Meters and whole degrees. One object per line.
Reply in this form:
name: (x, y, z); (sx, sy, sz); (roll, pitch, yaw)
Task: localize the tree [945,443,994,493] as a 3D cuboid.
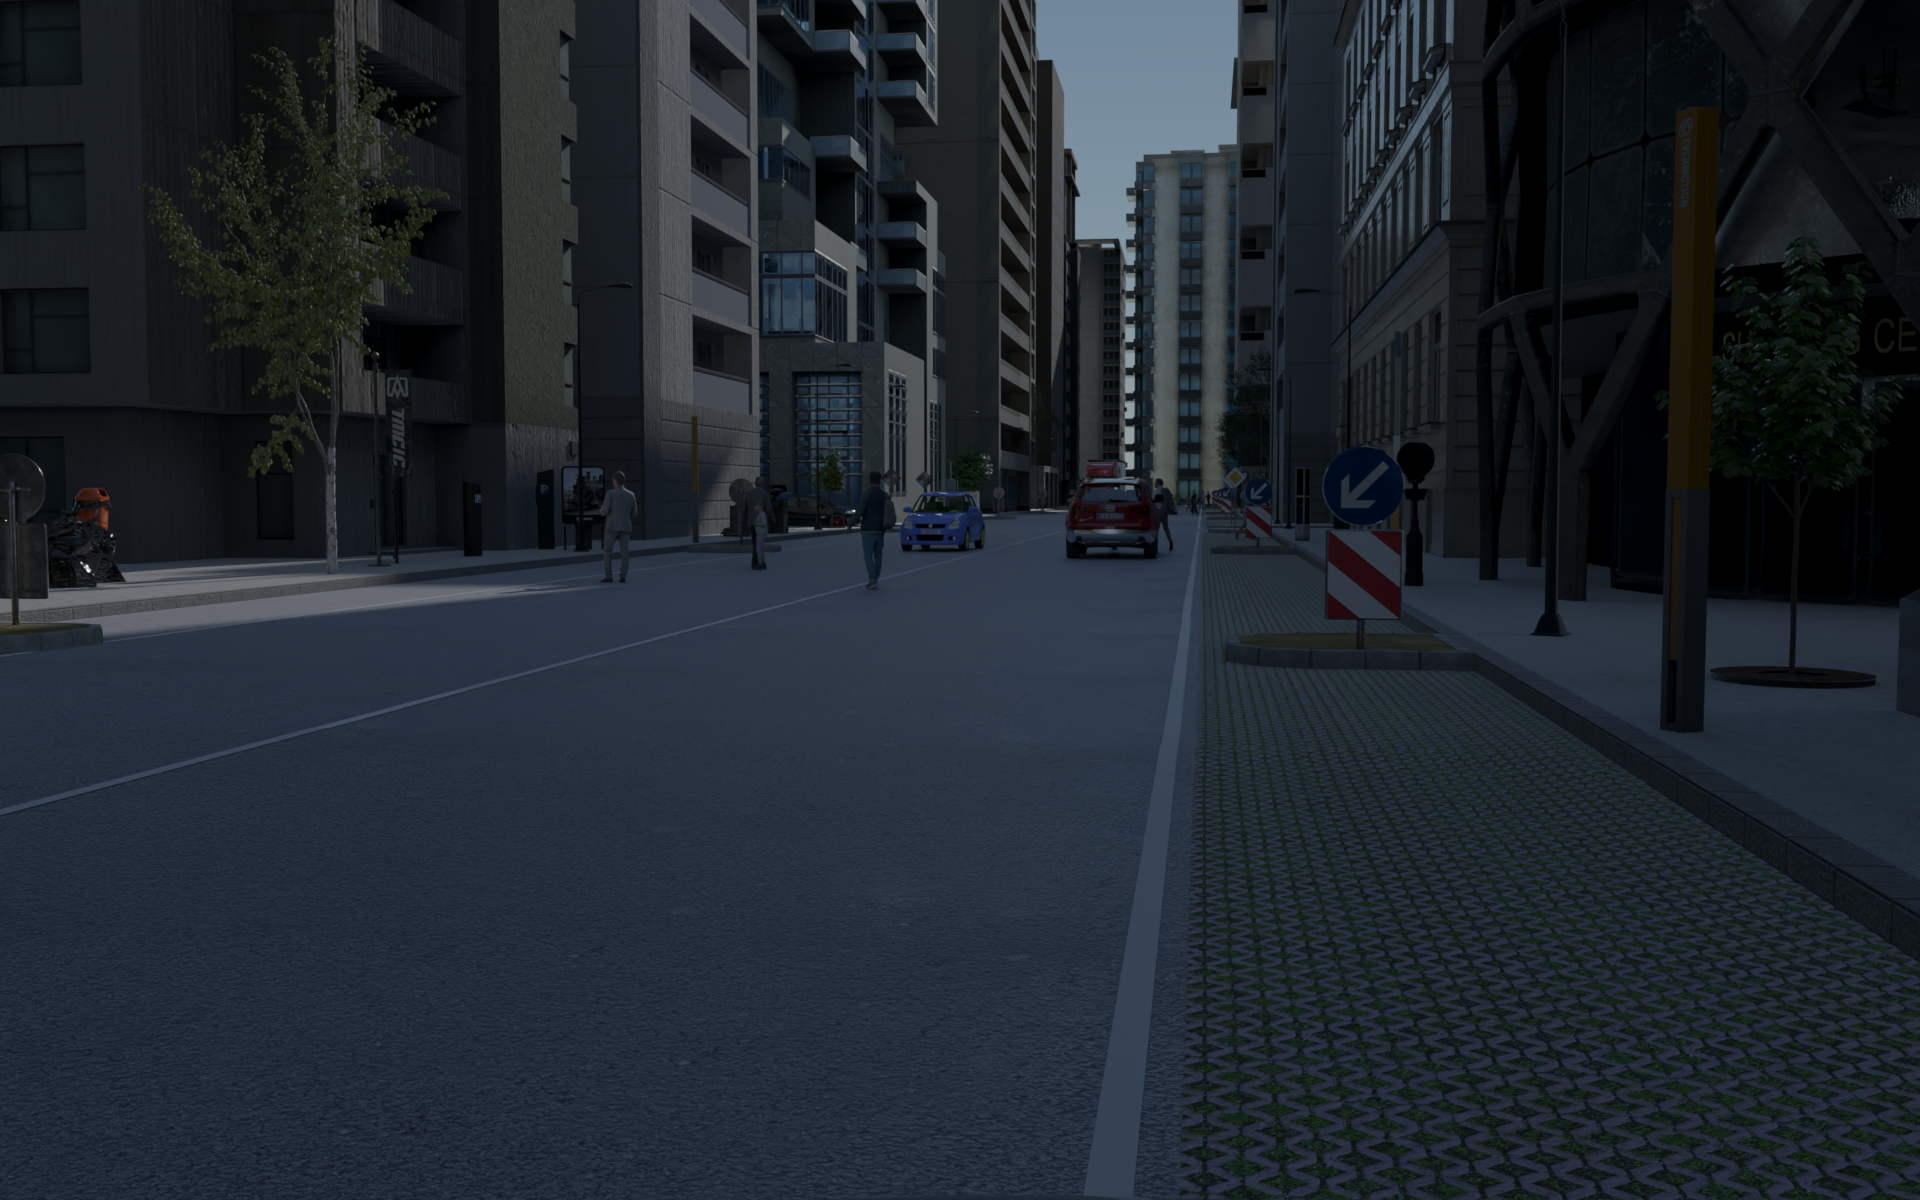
tree: (0.612, -7.712, 109.799); (4.285, 4.588, 4.351); (0, 3, 0)

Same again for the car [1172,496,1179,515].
car: (14.158, -6.619, 120.584); (2.083, 1.381, 4.827); (1, 4, 10)

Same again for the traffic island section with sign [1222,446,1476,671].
traffic island section with sign: (3.309, -0.389, 14.991); (1.989, 1.847, 2.006); (0, 4, 8)

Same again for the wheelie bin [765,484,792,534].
wheelie bin: (-5.897, -2.939, 55.958); (0.980, 1.594, 0.693); (1, 4, 11)

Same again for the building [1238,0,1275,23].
building: (33.632, -32.724, 124.271); (28.713, 52.752, 27.495); (0, 4, 8)

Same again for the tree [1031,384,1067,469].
tree: (4.387, -12.427, 137.589); (8.767, 10.594, 7.601); (0, 4, 7)

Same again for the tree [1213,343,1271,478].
tree: (19.028, -10.597, 107.667); (7.601, 10.594, 8.767); (-2, 4, -28)

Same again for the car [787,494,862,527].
car: (-5.983, -3.671, 69.810); (4.222, 1.686, 2.009); (0, 4, 7)

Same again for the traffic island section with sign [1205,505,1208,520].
traffic island section with sign: (14.780, -5.389, 96.739); (1.989, 1.847, 2.006); (0, 4, 8)

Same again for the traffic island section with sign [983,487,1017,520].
traffic island section with sign: (2.215, -5.465, 97.973); (1.989, 1.847, 2.006); (0, 4, 8)

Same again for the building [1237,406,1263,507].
building: (37.748, -33.149, 165.686); (21.300, 48.544, 21.600); (0, 4, 8)

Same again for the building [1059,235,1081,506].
building: (5.820, -25.699, 191.874); (14.160, 30.474, 14.107); (0, 4, 8)

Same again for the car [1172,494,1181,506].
car: (26.655, -12.617, 216.516); (2.015, 1.641, 3.980); (1, 4, 8)

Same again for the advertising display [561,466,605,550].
advertising display: (-8.645, -2.112, 39.753); (0.974, 1.923, 0.123); (-1, 4, -20)

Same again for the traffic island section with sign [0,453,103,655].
traffic island section with sign: (-9.259, -0.465, 16.226); (1.989, 1.847, 2.006); (0, 4, 8)

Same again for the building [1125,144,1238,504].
building: (38.366, -37.920, 239.599); (30.456, 49.044, 23.786); (0, 4, 8)

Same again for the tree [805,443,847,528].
tree: (-4.795, -4.331, 65.420); (1.663, 3.219, 1.824); (0, 3, 0)

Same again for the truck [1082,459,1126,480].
truck: (11.924, -9.365, 142.028); (2.839, 4.237, 11.283); (1, 4, 10)

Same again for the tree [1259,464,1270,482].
tree: (16.881, -6.051, 93.528); (1.663, 3.219, 1.824); (0, 3, 0)

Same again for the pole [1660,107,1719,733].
pole: (3.915, -0.945, 9.296); (0.158, 3.312, 0.155); (0, 3, 0)

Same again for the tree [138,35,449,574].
tree: (-10.312, -4.722, 27.560); (4.737, 8.622, 4.395); (0, 3, 0)

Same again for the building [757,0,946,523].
building: (-12.096, -47.409, 87.803); (22.319, 86.520, 31.000); (0, 4, 8)

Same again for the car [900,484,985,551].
car: (-0.427, -2.133, 44.468); (1.945, 1.707, 3.694); (1, 4, 10)

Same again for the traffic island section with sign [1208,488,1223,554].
traffic island section with sign: (7.053, -2.022, 41.686); (1.989, 1.847, 2.006); (0, 4, 8)

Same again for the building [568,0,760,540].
building: (-21.521, -31.481, 56.708); (28.212, 58.520, 21.231); (0, 4, 8)

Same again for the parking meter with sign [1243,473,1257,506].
parking meter with sign: (23.955, -8.905, 141.856); (1.738, 3.016, 0.543); (-2, 4, -35)

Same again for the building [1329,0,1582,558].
building: (18.876, -13.083, 47.183); (16.112, 22.955, 30.059); (0, 4, 8)

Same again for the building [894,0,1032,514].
building: (-6.565, -30.523, 122.760); (21.300, 48.544, 21.600); (0, 4, 8)

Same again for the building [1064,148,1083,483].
building: (1.508, -34.217, 214.079); (28.867, 44.769, 22.147); (0, 4, 8)

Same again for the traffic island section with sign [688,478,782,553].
traffic island section with sign: (-5.507, -2.098, 42.930); (1.989, 1.847, 2.006); (0, 4, 8)

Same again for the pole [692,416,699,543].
pole: (-6.936, -3.152, 45.384); (0.158, 3.312, 0.155); (0, 3, 0)

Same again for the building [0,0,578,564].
building: (-17.495, -16.239, 37.212); (14.160, 30.474, 14.107); (0, 4, 8)

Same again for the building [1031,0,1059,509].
building: (-1.400, -44.102, 159.325); (20.563, 71.187, 20.611); (0, 4, 8)

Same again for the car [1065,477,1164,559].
car: (3.565, -1.920, 40.058); (2.281, 1.827, 5.304); (0, 4, 7)

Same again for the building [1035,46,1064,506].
building: (3.119, -32.227, 177.025); (14.600, 45.320, 14.200); (0, 4, 8)

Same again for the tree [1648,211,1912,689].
tree: (5.846, -1.056, 11.875); (1.663, 3.219, 1.824); (0, 3, 0)

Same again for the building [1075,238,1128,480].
building: (11.628, -33.998, 247.747); (23.993, 40.220, 32.217); (0, 4, 8)

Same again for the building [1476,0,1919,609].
building: (15.648, -9.528, 23.233); (16.820, 18.784, 16.811); (0, 4, 8)

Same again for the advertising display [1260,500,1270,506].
advertising display: (16.851, -5.551, 95.972); (0.974, 1.923, 0.123); (-2, 4, -35)

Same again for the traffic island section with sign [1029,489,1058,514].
traffic island section with sign: (6.038, -7.129, 125.187); (1.989, 1.847, 2.006); (0, 4, 8)

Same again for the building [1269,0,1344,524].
building: (28.669, -32.709, 76.796); (28.212, 58.520, 21.231); (0, 4, 8)
